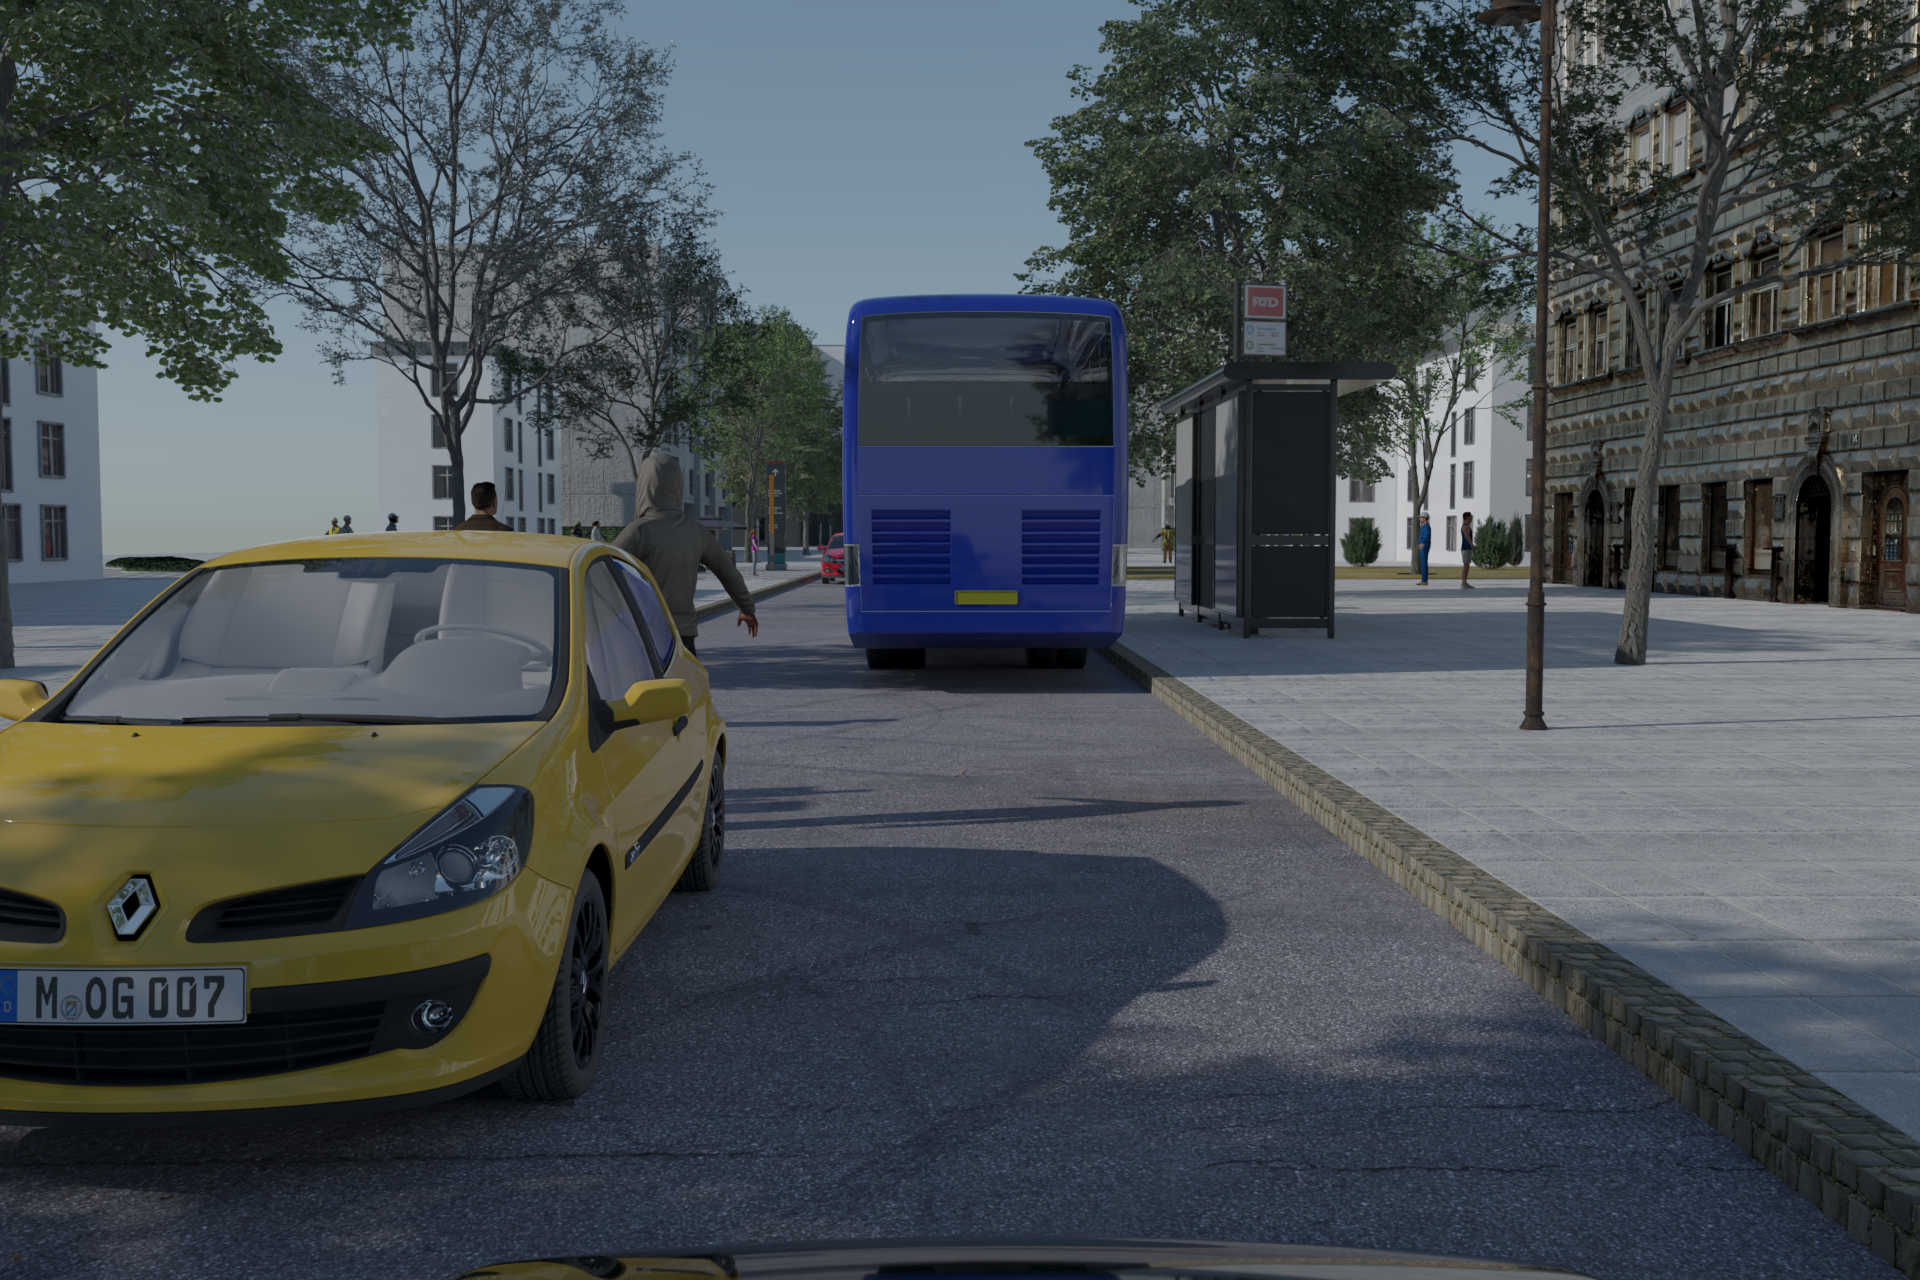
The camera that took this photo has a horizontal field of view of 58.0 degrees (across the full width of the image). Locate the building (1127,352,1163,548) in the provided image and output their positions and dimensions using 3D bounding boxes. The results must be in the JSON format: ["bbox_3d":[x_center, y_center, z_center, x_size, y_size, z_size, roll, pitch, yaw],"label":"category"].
[{"bbox_3d":[22.254,-19.002,177.144,16.747,18.905,31.486,0,3,0],"label":"building"}]

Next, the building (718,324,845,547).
[{"bbox_3d":[-26.392,-20.848,184.841,27.936,21.610,32.646,0,4,0],"label":"building"}]

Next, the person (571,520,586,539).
[{"bbox_3d":[-16.002,-4.093,72.694,0.705,1.856,1.354,1,4,15],"label":"person"}]

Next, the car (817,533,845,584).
[{"bbox_3d":[-3.114,-2.575,51.138,2.155,1.783,4.494,0,4,-1],"label":"car"}]

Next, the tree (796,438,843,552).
[{"bbox_3d":[-9.780,-10.418,120.689,4.360,8.622,3.978,0,3,0],"label":"tree"}]

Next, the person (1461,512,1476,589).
[{"bbox_3d":[11.964,-2.118,40.798,0.704,1.807,1.345,1,4,11],"label":"person"}]

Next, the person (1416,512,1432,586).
[{"bbox_3d":[11.571,-2.286,43.260,0.705,1.842,1.347,1,4,13],"label":"person"}]

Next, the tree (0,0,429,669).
[{"bbox_3d":[-8.943,-6.014,16.448,7.486,12.596,7.792,0,3,0],"label":"tree"}]

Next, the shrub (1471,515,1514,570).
[{"bbox_3d":[19.144,-3.548,62.427,1.690,2.028,1.600,0,3,0],"label":"shrub"}]

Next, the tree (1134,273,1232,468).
[{"bbox_3d":[6.200,-5.940,47.474,4.360,8.622,3.978,0,3,0],"label":"tree"}]

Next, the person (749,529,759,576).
[{"bbox_3d":[-6.218,-2.675,53.004,0.599,1.433,0.991,0,4,-7],"label":"person"}]

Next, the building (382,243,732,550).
[{"bbox_3d":[-26.563,-15.588,121.322,16.747,18.905,31.486,0,4,0],"label":"building"}]

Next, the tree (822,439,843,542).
[{"bbox_3d":[-9.572,-11.032,130.741,4.737,8.622,4.395,0,3,0],"label":"tree"}]

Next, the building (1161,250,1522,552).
[{"bbox_3d":[24.061,-15.302,116.649,16.747,18.905,31.486,0,4,-1],"label":"building"}]

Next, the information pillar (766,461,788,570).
[{"bbox_3d":[-6.533,-4.424,61.712,0.750,3.857,0.750,0,4,-1],"label":"information pillar"}]

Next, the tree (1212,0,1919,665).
[{"bbox_3d":[6.638,-5.016,16.424,8.767,10.594,7.601,0,4,-7],"label":"tree"}]

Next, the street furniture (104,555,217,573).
[{"bbox_3d":[-27.555,-2.849,62.203,5.734,0.657,10.072,-2,4,-26],"label":"street furniture"}]

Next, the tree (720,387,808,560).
[{"bbox_3d":[-10.133,-8.202,84.465,4.360,8.622,3.978,0,3,0],"label":"tree"}]

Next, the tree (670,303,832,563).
[{"bbox_3d":[-9.324,-9.261,77.173,9.928,11.665,9.643,0,3,0],"label":"tree"}]

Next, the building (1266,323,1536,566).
[{"bbox_3d":[21.654,-8.620,83.078,9.099,9.664,28.070,0,4,-1],"label":"building"}]

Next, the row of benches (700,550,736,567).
[{"bbox_3d":[-9.733,-2.973,64.064,1.422,0.672,4.104,2,4,33],"label":"row of benches"}]

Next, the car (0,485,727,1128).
[{"bbox_3d":[-1.797,0.283,5.597,2.015,1.641,3.980,0,4,-1],"label":"car"}]

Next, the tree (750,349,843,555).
[{"bbox_3d":[-9.523,-11.493,106.034,7.486,12.596,7.792,0,3,0],"label":"tree"}]

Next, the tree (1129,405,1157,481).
[{"bbox_3d":[5.979,-9.441,88.771,8.767,10.594,7.601,0,4,0],"label":"tree"}]

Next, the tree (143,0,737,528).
[{"bbox_3d":[-9.313,-7.428,31.822,12.009,13.543,11.850,0,3,0],"label":"tree"}]

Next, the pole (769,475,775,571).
[{"bbox_3d":[-6.509,-4.042,59.936,0.158,3.312,0.155,0,3,0],"label":"pole"}]

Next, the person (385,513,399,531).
[{"bbox_3d":[-15.171,-2.483,46.444,0.704,1.849,1.345,-2,4,-32],"label":"person"}]

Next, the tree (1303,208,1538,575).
[{"bbox_3d":[14.584,-7.872,54.460,9.928,11.665,9.643,0,3,0],"label":"tree"}]

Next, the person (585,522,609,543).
[{"bbox_3d":[-16.096,-4.288,76.333,1.346,1.802,0.704,1,4,22],"label":"person"}]

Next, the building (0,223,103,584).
[{"bbox_3d":[-25.268,-5.706,35.443,9.099,9.664,28.070,0,4,0],"label":"building"}]

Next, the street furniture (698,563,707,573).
[{"bbox_3d":[-10.578,-2.317,53.510,5.734,0.657,10.072,0,4,-2],"label":"street furniture"}]

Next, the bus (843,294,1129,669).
[{"bbox_3d":[0.131,-1.818,21.278,2.896,3.916,12.251,0,4,-1],"label":"bus"}]

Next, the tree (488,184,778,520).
[{"bbox_3d":[-8.894,-6.874,46.810,8.767,10.594,7.601,0,4,3],"label":"tree"}]

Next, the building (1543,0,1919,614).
[{"bbox_3d":[24.411,-12.518,35.606,19.493,23.208,18.063,0,4,0],"label":"building"}]

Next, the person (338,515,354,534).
[{"bbox_3d":[-18.222,-2.799,51.619,0.705,1.847,1.347,1,4,13],"label":"person"}]

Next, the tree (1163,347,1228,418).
[{"bbox_3d":[9.040,-6.935,63.743,4.360,8.622,3.978,0,3,0],"label":"tree"}]

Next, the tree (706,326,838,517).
[{"bbox_3d":[-10.277,-10.742,93.764,7.486,12.596,7.792,0,3,0],"label":"tree"}]

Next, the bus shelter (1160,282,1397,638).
[{"bbox_3d":[4.220,-2.922,25.400,2.179,5.291,8.768,0,4,-1],"label":"bus shelter"}]

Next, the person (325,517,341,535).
[{"bbox_3d":[-20.773,-3.153,57.518,1.349,1.833,0.705,1,4,22],"label":"person"}]

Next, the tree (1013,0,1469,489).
[{"bbox_3d":[5.864,-7.890,35.652,9.857,13.997,8.962,0,3,0],"label":"tree"}]

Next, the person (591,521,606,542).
[{"bbox_3d":[-14.295,-3.801,68.335,0.705,1.806,1.347,0,4,8],"label":"person"}]

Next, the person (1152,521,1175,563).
[{"bbox_3d":[9.187,-4.333,76.621,1.354,1.858,0.705,0,4,0],"label":"person"}]

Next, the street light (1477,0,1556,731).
[{"bbox_3d":[3.773,-2.350,11.215,0.468,5.910,1.993,0,3,0],"label":"street light"}]

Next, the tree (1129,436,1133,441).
[{"bbox_3d":[5.634,-7.703,76.309,4.737,8.622,4.395,0,3,0],"label":"tree"}]

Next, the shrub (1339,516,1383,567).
[{"bbox_3d":[15.781,-3.897,68.139,1.690,2.028,1.600,0,3,0],"label":"shrub"}]

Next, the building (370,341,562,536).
[{"bbox_3d":[-25.036,-9.018,89.587,9.099,9.664,28.070,0,4,-1],"label":"building"}]

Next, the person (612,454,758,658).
[{"bbox_3d":[-1.464,0.011,8.400,0.705,1.813,1.348,3,5,43],"label":"person"}]

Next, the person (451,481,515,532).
[{"bbox_3d":[-3.408,-0.240,12.515,1.346,1.812,0.704,1,4,11],"label":"person"}]

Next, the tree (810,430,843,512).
[{"bbox_3d":[-10.135,-13.275,151.451,7.601,10.594,8.767,-2,4,-24],"label":"tree"}]
